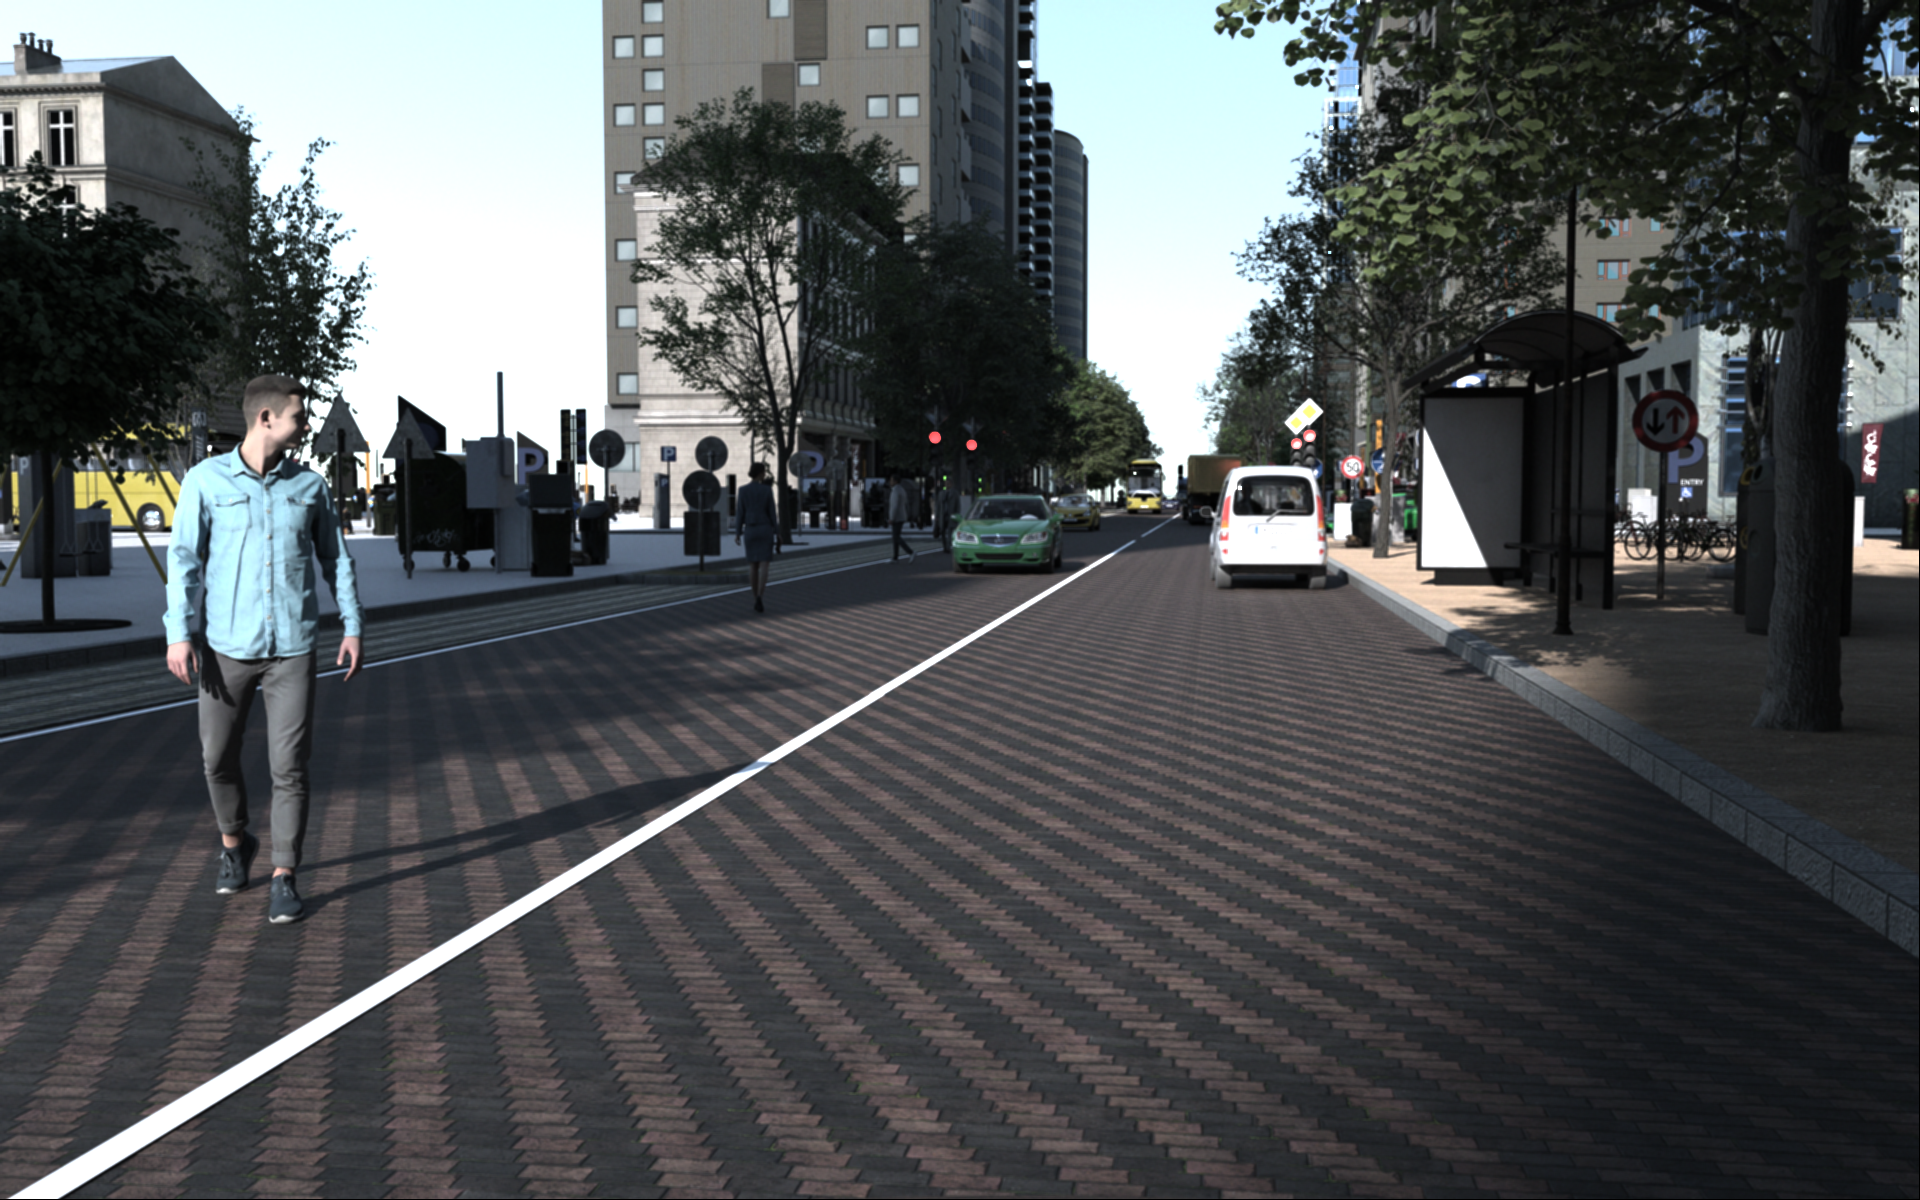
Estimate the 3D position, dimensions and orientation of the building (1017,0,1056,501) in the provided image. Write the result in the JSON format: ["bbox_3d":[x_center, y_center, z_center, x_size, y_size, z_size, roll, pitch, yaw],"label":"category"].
[{"bbox_3d":[3.068,-57.084,245.999,22.319,86.520,31.000,1,4,8],"label":"building"}]

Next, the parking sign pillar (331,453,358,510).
[{"bbox_3d":[-31.187,-6.072,87.746,1.447,3.967,1.447,1,4,17],"label":"parking sign pillar"}]

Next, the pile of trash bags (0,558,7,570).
[{"bbox_3d":[-17.745,-1.214,29.595,1.912,1.369,3.447,-3,5,-44],"label":"pile of trash bags"}]

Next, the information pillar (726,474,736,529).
[{"bbox_3d":[-8.492,-3.658,64.306,0.304,2.012,0.304,-2,4,-25],"label":"information pillar"}]

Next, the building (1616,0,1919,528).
[{"bbox_3d":[45.136,-46.483,72.664,31.000,86.520,22.319,1,4,8],"label":"building"}]

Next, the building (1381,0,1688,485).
[{"bbox_3d":[46.138,-42.980,140.974,20.563,71.187,20.611,1,4,8],"label":"building"}]

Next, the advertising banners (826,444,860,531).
[{"bbox_3d":[-4.107,-3.968,61.069,0.090,3.025,2.074,-3,4,-38],"label":"advertising banners"}]

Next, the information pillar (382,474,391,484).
[{"bbox_3d":[-21.019,-3.609,63.500,0.304,2.012,0.304,-1,4,-19],"label":"information pillar"}]

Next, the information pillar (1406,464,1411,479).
[{"bbox_3d":[32.258,-8.151,124.616,0.183,3.616,0.504,3,5,42],"label":"information pillar"}]

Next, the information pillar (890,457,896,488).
[{"bbox_3d":[-4.021,-6.890,104.005,0.183,3.616,0.504,3,4,38],"label":"information pillar"}]

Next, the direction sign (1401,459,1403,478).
[{"bbox_3d":[27.174,-7.013,106.651,0.379,3.537,0.876,0,4,6],"label":"direction sign"}]

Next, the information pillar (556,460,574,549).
[{"bbox_3d":[-8.516,-2.009,37.342,0.304,2.012,0.304,0,4,1],"label":"information pillar"}]

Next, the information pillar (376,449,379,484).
[{"bbox_3d":[-29.887,-5.965,88.876,0.183,3.616,0.504,-1,4,-14],"label":"information pillar"}]

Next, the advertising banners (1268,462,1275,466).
[{"bbox_3d":[17.750,-6.024,94.674,2.074,3.025,0.090,-1,4,-18],"label":"advertising banners"}]

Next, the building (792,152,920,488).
[{"bbox_3d":[-10.204,-17.822,121.072,12.332,23.373,15.834,1,4,8],"label":"building"}]

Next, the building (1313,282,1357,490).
[{"bbox_3d":[57.975,-29.273,250.308,14.160,30.474,14.107,1,4,8],"label":"building"}]

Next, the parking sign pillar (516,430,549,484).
[{"bbox_3d":[-17.931,-5.151,72.698,1.447,3.967,1.447,0,4,-8],"label":"parking sign pillar"}]

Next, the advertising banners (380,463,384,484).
[{"bbox_3d":[-31.714,-6.115,96.165,0.090,3.025,2.074,-3,5,-44],"label":"advertising banners"}]

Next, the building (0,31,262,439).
[{"bbox_3d":[-54.321,-16.287,85.379,34.723,24.649,14.460,1,4,8],"label":"building"}]

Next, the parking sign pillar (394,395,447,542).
[{"bbox_3d":[-14.602,-3.576,46.933,1.447,3.967,1.447,0,4,4],"label":"parking sign pillar"}]

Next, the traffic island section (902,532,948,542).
[{"bbox_3d":[-0.728,-1.850,52.523,2.009,0.180,2.903,1,4,8],"label":"traffic island section"}]

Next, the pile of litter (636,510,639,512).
[{"bbox_3d":[-22.421,-6.651,122.710,1.176,0.858,1.719,-1,4,-23],"label":"pile of litter"}]

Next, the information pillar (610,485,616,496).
[{"bbox_3d":[-26.906,-7.943,134.354,0.304,2.012,0.304,1,4,16],"label":"information pillar"}]

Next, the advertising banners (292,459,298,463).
[{"bbox_3d":[-33.172,-5.429,84.954,2.074,3.025,0.090,2,4,27],"label":"advertising banners"}]

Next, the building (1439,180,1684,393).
[{"bbox_3d":[47.817,-16.508,114.947,27.650,21.520,28.899,1,4,8],"label":"building"}]

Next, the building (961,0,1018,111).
[{"bbox_3d":[-6.085,-38.928,178.467,21.231,58.520,28.212,1,4,8],"label":"building"}]

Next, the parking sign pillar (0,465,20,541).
[{"bbox_3d":[-26.509,-3.626,47.751,1.447,3.967,1.447,-1,4,-19],"label":"parking sign pillar"}]

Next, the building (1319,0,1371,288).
[{"bbox_3d":[65.237,-58.570,270.290,22.319,86.520,31.000,1,4,8],"label":"building"}]

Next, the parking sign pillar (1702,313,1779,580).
[{"bbox_3d":[12.138,-2.310,26.238,1.447,3.967,1.447,1,4,21],"label":"parking sign pillar"}]

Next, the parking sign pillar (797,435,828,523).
[{"bbox_3d":[-6.685,-5.502,78.433,1.447,3.967,1.447,-1,4,-11],"label":"parking sign pillar"}]

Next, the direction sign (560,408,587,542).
[{"bbox_3d":[-10.268,-3.308,46.080,0.876,3.537,0.379,2,4,29],"label":"direction sign"}]

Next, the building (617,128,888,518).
[{"bbox_3d":[-12.675,-14.813,93.107,10.553,20.767,40.483,1,4,8],"label":"building"}]

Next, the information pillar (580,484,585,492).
[{"bbox_3d":[-28.554,-7.750,131.196,0.304,2.012,0.304,2,4,25],"label":"information pillar"}]

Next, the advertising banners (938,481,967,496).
[{"bbox_3d":[-0.577,-6.331,99.707,2.074,3.025,0.090,-1,4,-16],"label":"advertising banners"}]

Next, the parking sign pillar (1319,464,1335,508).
[{"bbox_3d":[19.210,-6.331,91.979,1.447,3.967,1.447,0,4,3],"label":"parking sign pillar"}]

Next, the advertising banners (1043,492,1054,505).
[{"bbox_3d":[5.954,-7.717,122.354,0.090,3.025,2.074,3,5,42],"label":"advertising banners"}]

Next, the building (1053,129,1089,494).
[{"bbox_3d":[8.896,-44.890,275.951,21.231,58.520,28.212,1,4,8],"label":"building"}]

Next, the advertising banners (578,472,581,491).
[{"bbox_3d":[-29.821,-8.454,134.414,0.090,3.025,2.074,1,4,10],"label":"advertising banners"}]

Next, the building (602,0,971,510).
[{"bbox_3d":[-13.777,-34.383,151.404,28.713,52.752,27.495,1,4,8],"label":"building"}]

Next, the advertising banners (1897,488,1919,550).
[{"bbox_3d":[22.334,-2.628,39.152,0.090,3.025,2.074,-3,5,-39],"label":"advertising banners"}]

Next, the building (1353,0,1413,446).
[{"bbox_3d":[56.115,-36.093,179.361,28.713,52.752,27.495,1,4,8],"label":"building"}]

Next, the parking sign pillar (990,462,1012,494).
[{"bbox_3d":[2.310,-6.636,96.969,1.447,3.967,1.447,3,5,45],"label":"parking sign pillar"}]

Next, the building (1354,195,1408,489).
[{"bbox_3d":[44.638,-23.746,159.945,14.160,30.474,14.107,1,4,8],"label":"building"}]

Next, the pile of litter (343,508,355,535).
[{"bbox_3d":[-19.813,-2.512,55.044,1.176,0.858,1.719,0,4,-8],"label":"pile of litter"}]

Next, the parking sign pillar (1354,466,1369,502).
[{"bbox_3d":[28.147,-8.181,122.226,1.447,3.967,1.447,3,5,43],"label":"parking sign pillar"}]

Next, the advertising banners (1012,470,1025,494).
[{"bbox_3d":[3.498,-6.271,98.725,2.074,3.025,0.090,-2,4,-24],"label":"advertising banners"}]

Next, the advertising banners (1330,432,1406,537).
[{"bbox_3d":[11.592,-3.245,49.247,2.074,3.025,0.090,1,4,10],"label":"advertising banners"}]

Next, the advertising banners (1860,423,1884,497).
[{"bbox_3d":[22.006,-2.883,43.327,0.090,3.025,2.074,-3,4,-36],"label":"advertising banners"}]

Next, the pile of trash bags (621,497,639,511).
[{"bbox_3d":[-24.317,-7.585,133.769,3.447,1.369,1.912,-2,4,-32],"label":"pile of trash bags"}]

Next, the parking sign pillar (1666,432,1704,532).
[{"bbox_3d":[23.971,-4.201,57.152,1.447,3.967,1.447,1,4,18],"label":"parking sign pillar"}]

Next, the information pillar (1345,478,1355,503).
[{"bbox_3d":[18.203,-4.671,80.869,0.304,2.012,0.304,-3,5,-41],"label":"information pillar"}]
